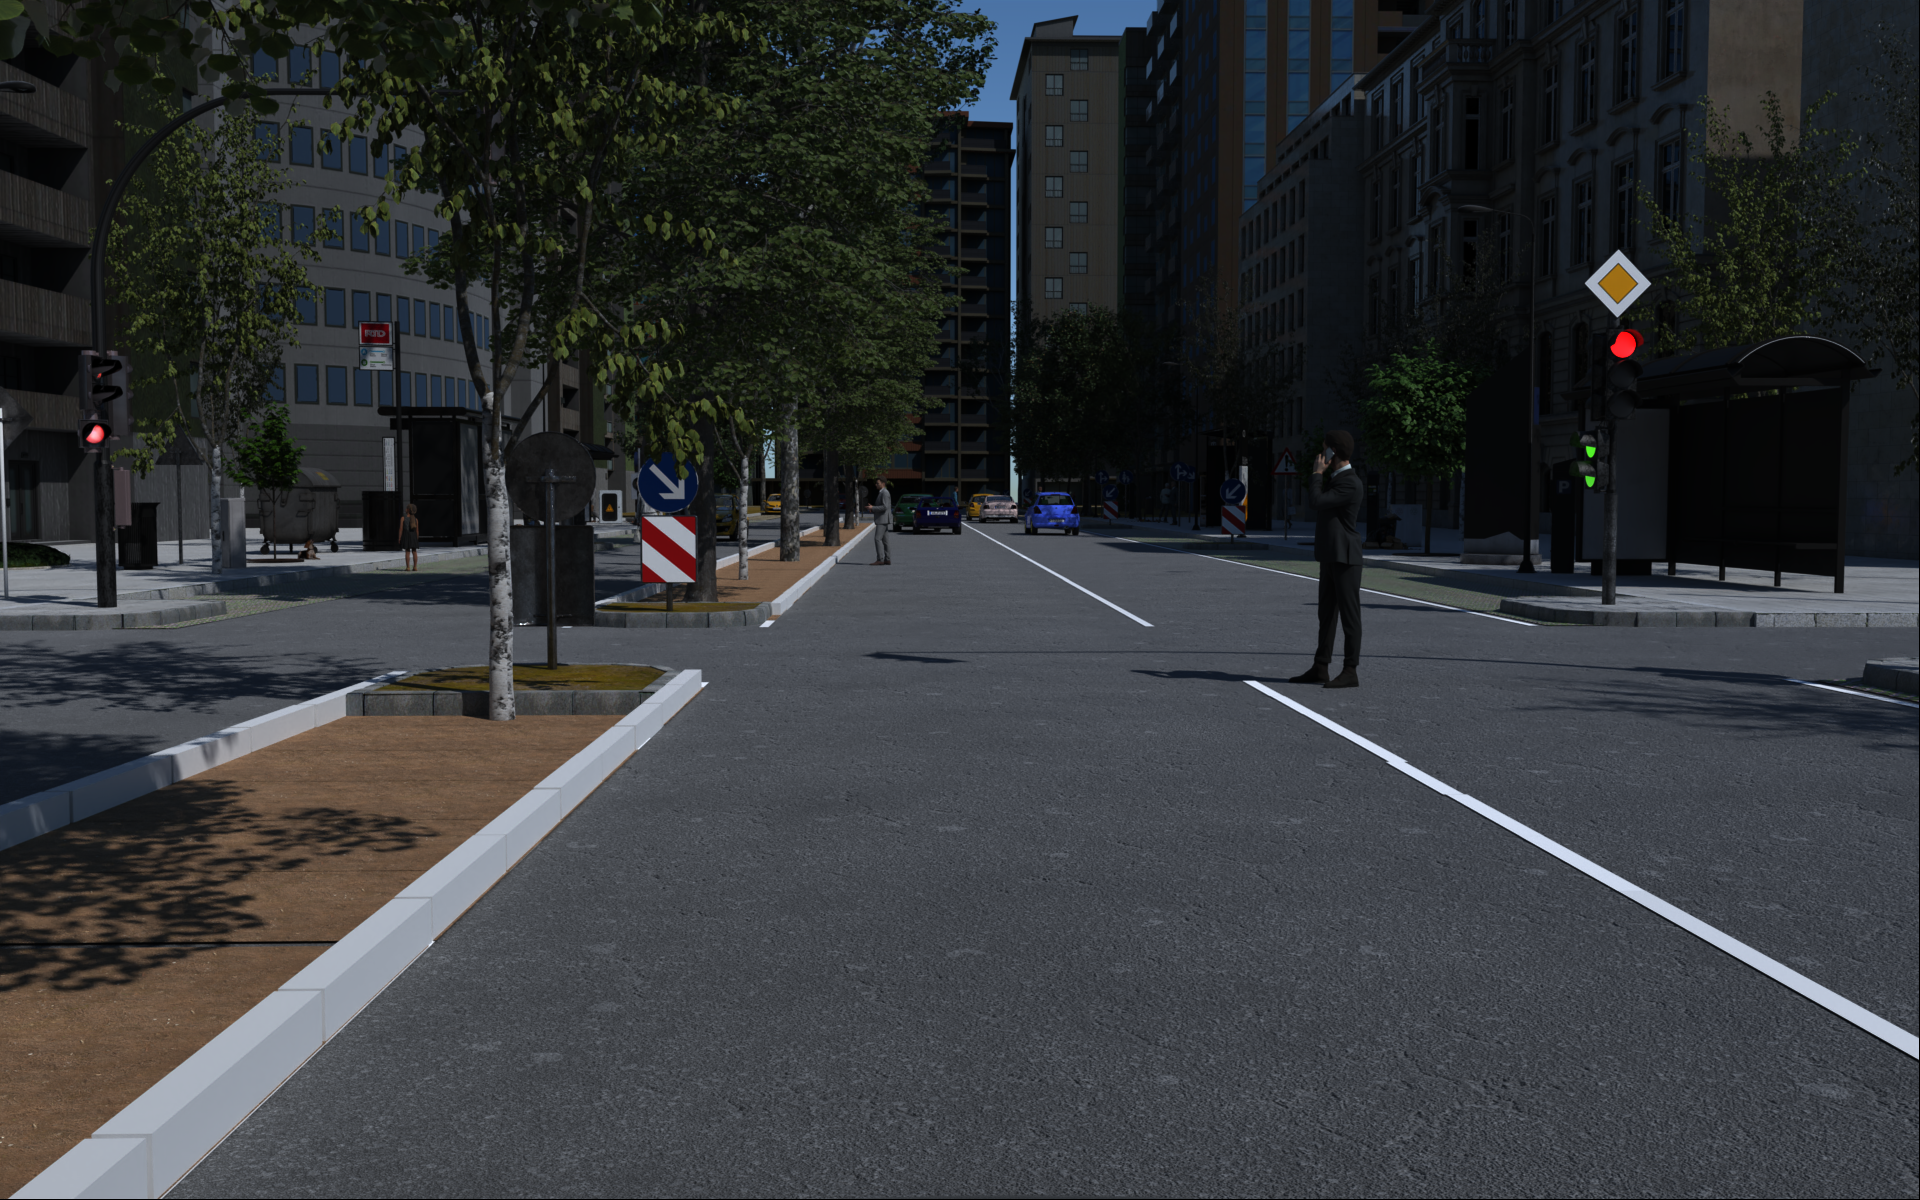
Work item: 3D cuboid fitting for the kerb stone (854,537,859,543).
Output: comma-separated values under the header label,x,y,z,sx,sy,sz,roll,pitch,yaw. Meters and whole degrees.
label,x,y,z,sx,sy,sz,roll,pitch,yaw
kerb stone,-2.989,-1.607,48.554,0.120,0.150,1.000,0,4,-2

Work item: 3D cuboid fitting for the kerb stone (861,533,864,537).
label,x,y,z,sx,sy,sz,roll,pitch,yaw
kerb stone,-3.138,-1.925,53.674,0.120,0.150,1.000,0,4,-2

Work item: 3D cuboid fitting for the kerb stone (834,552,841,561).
label,x,y,z,sx,sy,sz,roll,pitch,yaw
kerb stone,-2.618,-0.858,36.257,0.120,0.150,1.000,0,4,-2

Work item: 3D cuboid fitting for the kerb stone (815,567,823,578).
label,x,y,z,sx,sy,sz,roll,pitch,yaw
kerb stone,-2.421,-0.420,29.069,0.120,0.150,1.000,0,4,-2

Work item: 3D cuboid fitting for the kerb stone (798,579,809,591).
label,x,y,z,sx,sy,sz,roll,pitch,yaw
kerb stone,-2.309,-0.168,24.978,0.120,0.150,1.000,0,4,-2

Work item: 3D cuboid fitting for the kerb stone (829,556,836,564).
label,x,y,z,sx,sy,sz,roll,pitch,yaw
kerb stone,-2.573,-0.734,34.206,0.120,0.150,1.000,0,4,-2

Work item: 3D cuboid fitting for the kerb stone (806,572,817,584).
label,x,y,z,sx,sy,sz,roll,pitch,yaw
kerb stone,-2.360,-0.295,27.024,0.120,0.150,1.000,0,4,-2

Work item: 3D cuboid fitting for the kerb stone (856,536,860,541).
label,x,y,z,sx,sy,sz,roll,pitch,yaw
kerb stone,-3.015,-1.674,49.577,0.120,0.150,1.000,0,4,-2

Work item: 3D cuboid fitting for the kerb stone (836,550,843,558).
label,x,y,z,sx,sy,sz,roll,pitch,yaw
kerb stone,-2.657,-0.923,37.279,0.120,0.150,1.000,0,4,-2

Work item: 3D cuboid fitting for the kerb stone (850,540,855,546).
label,x,y,z,sx,sy,sz,roll,pitch,yaw
kerb stone,-2.894,-1.424,45.476,0.120,0.150,1.000,0,4,-2

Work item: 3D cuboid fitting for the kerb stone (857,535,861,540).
label,x,y,z,sx,sy,sz,roll,pitch,yaw
kerb stone,-3.043,-1.737,50.603,0.120,0.150,1.000,0,4,-2

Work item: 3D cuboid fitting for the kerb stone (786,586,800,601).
label,x,y,z,sx,sy,sz,roll,pitch,yaw
kerb stone,-2.248,-0.045,22.928,0.120,0.150,1.000,0,4,-2

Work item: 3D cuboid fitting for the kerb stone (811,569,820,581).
label,x,y,z,sx,sy,sz,roll,pitch,yaw
kerb stone,-2.391,-0.357,28.047,0.120,0.150,1.000,0,4,-2

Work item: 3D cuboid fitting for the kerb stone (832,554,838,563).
label,x,y,z,sx,sy,sz,roll,pitch,yaw
kerb stone,-2.607,-0.795,35.235,0.120,0.150,1.000,0,4,-2

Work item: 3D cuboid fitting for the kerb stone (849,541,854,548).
label,x,y,z,sx,sy,sz,roll,pitch,yaw
kerb stone,-2.866,-1.358,44.452,0.120,0.150,1.000,0,4,-2

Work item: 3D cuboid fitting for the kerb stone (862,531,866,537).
label,x,y,z,sx,sy,sz,roll,pitch,yaw
kerb stone,-3.190,-2.049,55.720,0.120,0.150,1.000,0,4,-2

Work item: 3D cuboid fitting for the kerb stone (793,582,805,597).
label,x,y,z,sx,sy,sz,roll,pitch,yaw
kerb stone,-2.271,-0.107,23.950,0.120,0.150,1.000,0,4,-2

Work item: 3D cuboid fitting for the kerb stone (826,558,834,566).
label,x,y,z,sx,sy,sz,roll,pitch,yaw
kerb stone,-2.546,-0.671,33.173,0.120,0.150,1.000,0,4,-2

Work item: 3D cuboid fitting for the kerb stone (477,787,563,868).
label,x,y,z,sx,sy,sz,roll,pitch,yaw
kerb stone,-1.787,0.930,7.043,0.120,0.150,1.000,0,4,-2

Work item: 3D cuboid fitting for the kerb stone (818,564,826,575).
label,x,y,z,sx,sy,sz,roll,pitch,yaw
kerb stone,-2.453,-0.482,30.091,0.120,0.150,1.000,0,4,-2

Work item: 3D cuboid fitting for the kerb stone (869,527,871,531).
label,x,y,z,sx,sy,sz,roll,pitch,yaw
kerb stone,-3.401,-2.488,62.880,0.120,0.150,1.000,0,4,-2

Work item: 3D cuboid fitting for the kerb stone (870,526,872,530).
label,x,y,z,sx,sy,sz,roll,pitch,yaw
kerb stone,-3.457,-2.613,64.925,0.120,0.150,1.000,0,4,-2

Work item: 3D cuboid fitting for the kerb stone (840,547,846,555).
label,x,y,z,sx,sy,sz,roll,pitch,yaw
kerb stone,-2.723,-1.047,39.322,0.120,0.150,1.000,0,4,-2

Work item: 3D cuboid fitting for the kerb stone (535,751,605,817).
label,x,y,z,sx,sy,sz,roll,pitch,yaw
kerb stone,-1.818,0.864,8.071,0.120,0.150,1.000,0,4,-2

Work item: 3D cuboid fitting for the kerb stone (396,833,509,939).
label,x,y,z,sx,sy,sz,roll,pitch,yaw
kerb stone,-1.755,0.989,6.018,0.120,0.150,1.000,0,4,-2

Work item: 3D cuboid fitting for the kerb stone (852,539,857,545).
label,x,y,z,sx,sy,sz,roll,pitch,yaw
kerb stone,-2.920,-1.481,46.500,0.120,0.150,1.000,0,4,-2

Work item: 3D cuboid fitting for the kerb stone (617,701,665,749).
label,x,y,z,sx,sy,sz,roll,pitch,yaw
kerb stone,-1.873,0.740,10.115,0.120,0.150,1.000,0,4,-2

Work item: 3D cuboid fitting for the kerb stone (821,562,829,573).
label,x,y,z,sx,sy,sz,roll,pitch,yaw
kerb stone,-2.477,-0.543,31.113,0.120,0.150,1.000,0,4,-2

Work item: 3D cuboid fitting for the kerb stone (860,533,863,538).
label,x,y,z,sx,sy,sz,roll,pitch,yaw
kerb stone,-3.108,-1.860,52.652,0.120,0.150,1.000,0,4,-2

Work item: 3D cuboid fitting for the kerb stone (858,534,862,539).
label,x,y,z,sx,sy,sz,roll,pitch,yaw
kerb stone,-3.082,-1.795,51.625,0.120,0.150,1.000,0,4,-2

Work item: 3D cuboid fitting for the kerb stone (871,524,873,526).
label,x,y,z,sx,sy,sz,roll,pitch,yaw
kerb stone,-3.526,-2.739,66.975,0.120,0.150,1.000,0,4,-2

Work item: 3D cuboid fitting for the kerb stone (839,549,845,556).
label,x,y,z,sx,sy,sz,roll,pitch,yaw
kerb stone,-2.686,-0.985,38.300,0.120,0.150,1.000,0,4,-2

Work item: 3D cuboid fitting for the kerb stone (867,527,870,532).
label,x,y,z,sx,sy,sz,roll,pitch,yaw
kerb stone,-3.372,-2.426,61.856,0.120,0.150,1.000,0,4,-2

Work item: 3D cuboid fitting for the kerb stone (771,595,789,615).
label,x,y,z,sx,sy,sz,roll,pitch,yaw
kerb stone,-2.186,0.080,20.882,0.120,0.150,1.000,0,4,-2

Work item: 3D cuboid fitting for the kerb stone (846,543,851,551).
label,x,y,z,sx,sy,sz,roll,pitch,yaw
kerb stone,-2.796,-1.236,42.402,0.120,0.150,1.000,0,4,-2

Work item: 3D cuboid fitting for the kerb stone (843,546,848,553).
label,x,y,z,sx,sy,sz,roll,pitch,yaw
kerb stone,-2.742,-1.107,40.352,0.120,0.150,1.000,0,4,-2

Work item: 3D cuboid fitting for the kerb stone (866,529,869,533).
label,x,y,z,sx,sy,sz,roll,pitch,yaw
kerb stone,-3.314,-2.295,59.809,0.120,0.150,1.000,0,4,-2

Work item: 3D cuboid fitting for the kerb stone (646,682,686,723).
label,x,y,z,sx,sy,sz,roll,pitch,yaw
kerb stone,-1.904,0.676,11.141,0.120,0.150,1.000,0,4,-2

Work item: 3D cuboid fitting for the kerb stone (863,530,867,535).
label,x,y,z,sx,sy,sz,roll,pitch,yaw
kerb stone,-3.252,-2.173,57.766,0.120,0.150,1.000,0,4,-2

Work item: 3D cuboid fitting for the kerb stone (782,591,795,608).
label,x,y,z,sx,sy,sz,roll,pitch,yaw
kerb stone,-2.213,0.018,21.906,0.120,0.150,1.000,0,4,-2

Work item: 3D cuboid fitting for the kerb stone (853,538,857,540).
label,x,y,z,sx,sy,sz,roll,pitch,yaw
kerb stone,-2.961,-1.549,47.529,0.120,0.150,1.000,0,4,-2

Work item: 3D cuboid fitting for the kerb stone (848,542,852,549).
label,x,y,z,sx,sy,sz,roll,pitch,yaw
kerb stone,-2.839,-1.295,43.430,0.120,0.150,1.000,0,4,-2

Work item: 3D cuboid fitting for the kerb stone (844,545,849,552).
label,x,y,z,sx,sy,sz,roll,pitch,yaw
kerb stone,-2.781,-1.173,41.380,0.120,0.150,1.000,0,4,-2

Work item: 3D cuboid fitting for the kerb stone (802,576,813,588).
label,x,y,z,sx,sy,sz,roll,pitch,yaw
kerb stone,-2.340,-0.231,26.002,0.120,0.150,1.000,0,4,-2

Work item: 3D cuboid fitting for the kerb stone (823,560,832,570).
label,x,y,z,sx,sy,sz,roll,pitch,yaw
kerb stone,-2.506,-0.608,32.142,0.120,0.150,1.000,0,4,-2

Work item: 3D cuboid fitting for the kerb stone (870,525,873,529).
label,x,y,z,sx,sy,sz,roll,pitch,yaw
kerb stone,-3.491,-2.676,65.953,0.120,0.150,1.000,0,4,-2

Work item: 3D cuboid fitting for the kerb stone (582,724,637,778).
label,x,y,z,sx,sy,sz,roll,pitch,yaw
kerb stone,-1.849,0.806,9.093,0.120,0.150,1.000,0,4,-2

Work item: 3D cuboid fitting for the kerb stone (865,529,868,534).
label,x,y,z,sx,sy,sz,roll,pitch,yaw
kerb stone,-3.284,-2.237,58.787,0.120,0.150,1.000,0,4,-2

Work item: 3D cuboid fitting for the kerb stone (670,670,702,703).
label,x,y,z,sx,sy,sz,roll,pitch,yaw
kerb stone,-1.935,0.614,12.162,0.120,0.150,1.000,0,4,-2
